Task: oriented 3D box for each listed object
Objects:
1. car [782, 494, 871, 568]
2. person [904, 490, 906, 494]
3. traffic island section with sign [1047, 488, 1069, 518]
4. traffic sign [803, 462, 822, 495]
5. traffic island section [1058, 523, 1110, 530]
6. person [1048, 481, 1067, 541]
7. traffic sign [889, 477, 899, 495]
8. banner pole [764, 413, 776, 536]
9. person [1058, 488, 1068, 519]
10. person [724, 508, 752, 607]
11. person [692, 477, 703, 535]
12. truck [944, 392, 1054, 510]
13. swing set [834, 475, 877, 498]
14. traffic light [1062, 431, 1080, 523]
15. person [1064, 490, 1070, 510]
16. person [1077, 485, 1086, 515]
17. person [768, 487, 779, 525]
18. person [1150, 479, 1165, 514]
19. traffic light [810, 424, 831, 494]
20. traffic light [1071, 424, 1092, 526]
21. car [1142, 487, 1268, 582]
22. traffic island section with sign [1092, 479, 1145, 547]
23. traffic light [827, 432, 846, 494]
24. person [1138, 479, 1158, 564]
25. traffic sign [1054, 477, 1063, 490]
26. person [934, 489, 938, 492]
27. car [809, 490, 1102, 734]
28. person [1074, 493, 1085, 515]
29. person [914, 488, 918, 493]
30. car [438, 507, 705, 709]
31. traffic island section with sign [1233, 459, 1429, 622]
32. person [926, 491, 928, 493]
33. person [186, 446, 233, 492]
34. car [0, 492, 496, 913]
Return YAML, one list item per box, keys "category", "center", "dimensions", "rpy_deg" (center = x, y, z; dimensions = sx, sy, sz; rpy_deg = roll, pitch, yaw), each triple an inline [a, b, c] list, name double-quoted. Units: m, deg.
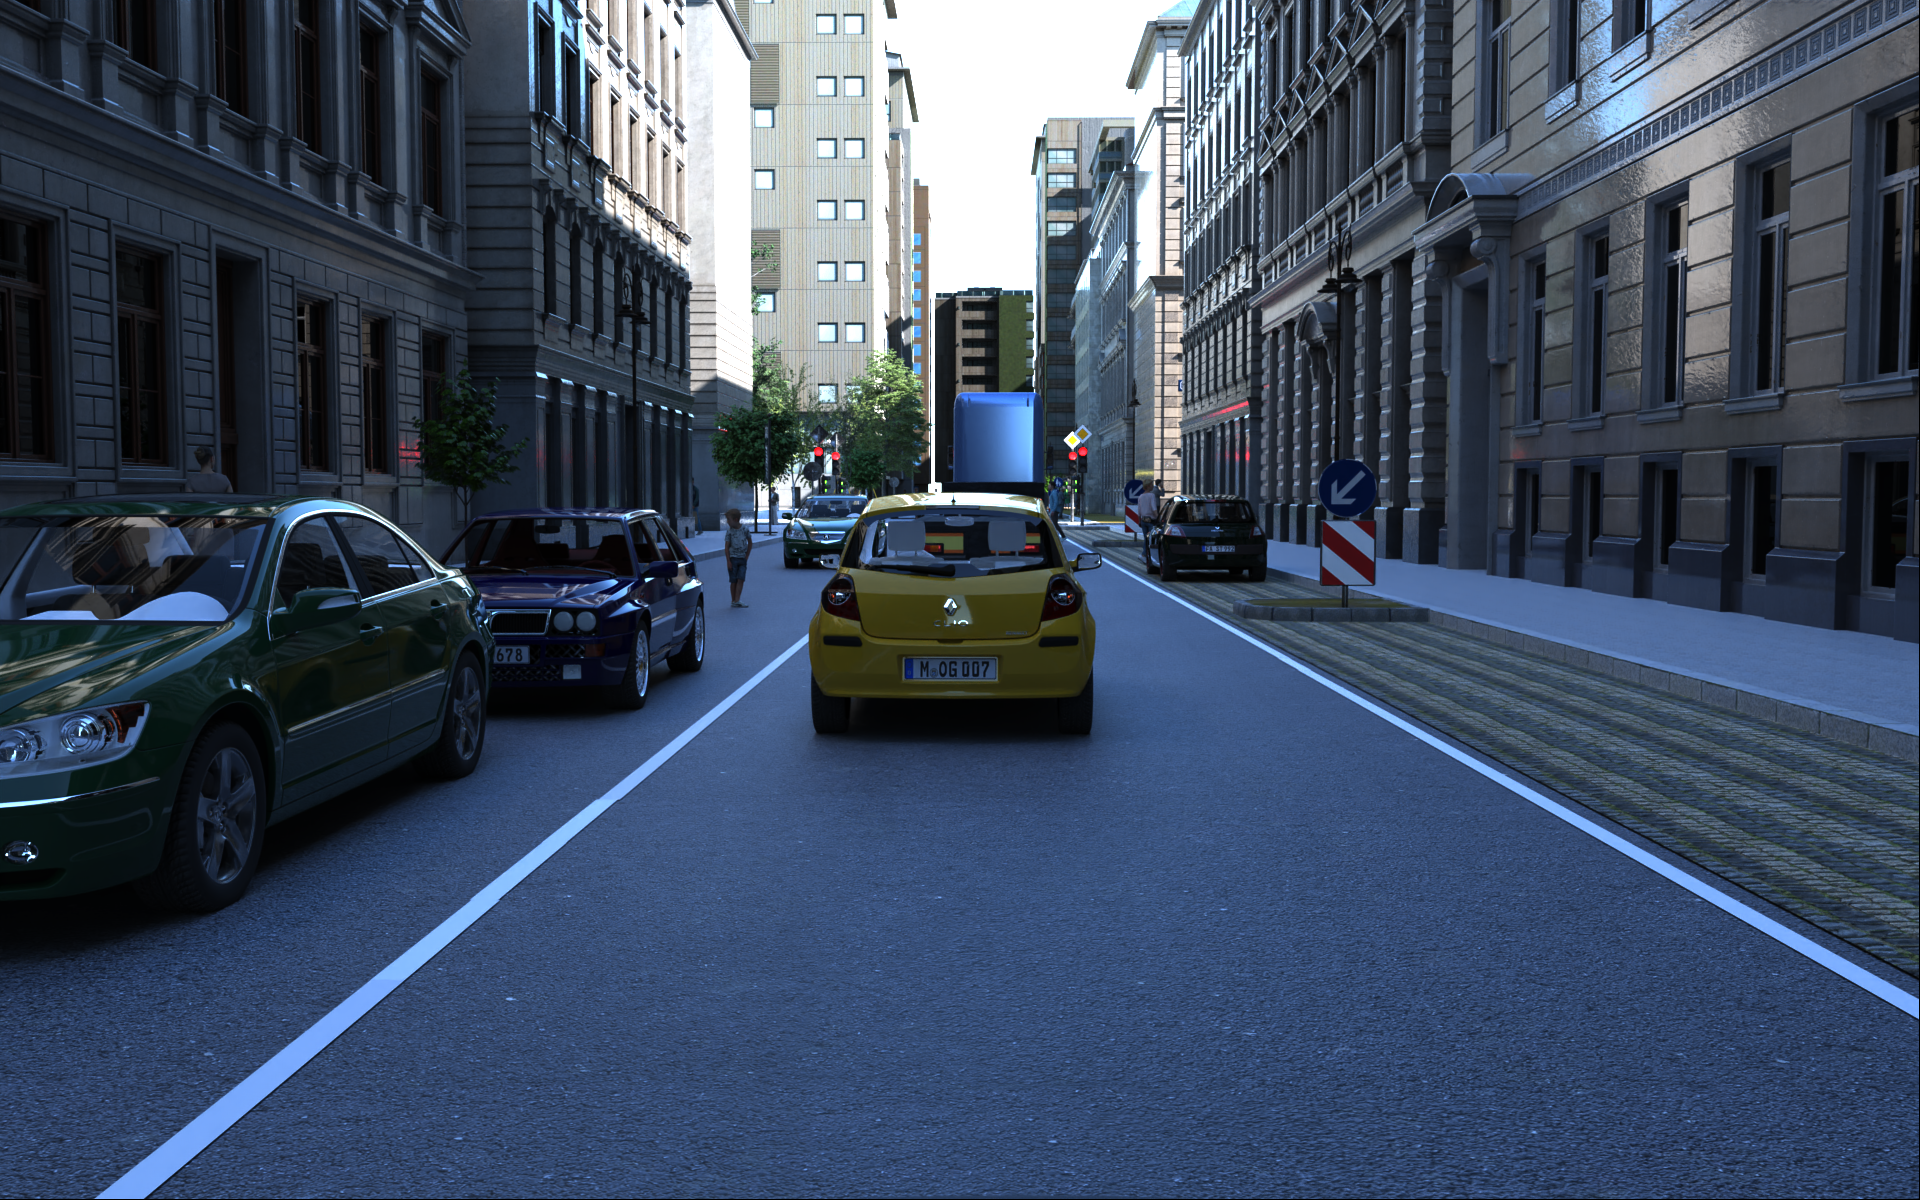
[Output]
- category: "car"
  center: [-2.482, -1.430, 35.178]
  dimensions: [2.131, 1.459, 4.920]
  rpy_deg: [0, 4, 1]
- category: "person"
  center: [-5.761, -10.489, 178.248]
  dimensions: [0.721, 1.735, 1.217]
  rpy_deg: [-1, 4, -12]
- category: "traffic island section with sign"
  center: [5.404, -5.736, 102.414]
  dimensions: [1.989, 1.847, 2.006]
  rpy_deg: [0, 4, 1]
- category: "traffic sign"
  center: [-5.802, -4.166, 68.214]
  dimensions: [0.768, 2.556, 0.104]
  rpy_deg: [0, 4, 3]
- category: "traffic island section"
  center: [4.948, -2.908, 69.833]
  dimensions: [2.009, 0.180, 2.903]
  rpy_deg: [0, 4, 1]
- category: "person"
  center: [2.910, -2.674, 52.241]
  dimensions: [0.620, 1.820, 0.660]
  rpy_deg: [0, 4, -4]
- category: "traffic sign"
  center: [-4.926, -7.932, 129.798]
  dimensions: [0.768, 2.556, 0.104]
  rpy_deg: [0, 4, 3]
- category: "banner pole"
  center: [-5.966, -3.902, 53.806]
  dimensions: [0.401, 3.779, 0.863]
  rpy_deg: [-1, 4, -20]
- category: "person"
  center: [5.816, -5.463, 97.991]
  dimensions: [0.590, 1.801, 0.661]
  rpy_deg: [-1, 4, -23]
- category: "person"
  center: [-2.810, -0.537, 21.971]
  dimensions: [0.332, 1.250, 0.352]
  rpy_deg: [1, 4, 22]
- category: "person"
  center: [-8.282, -2.911, 53.617]
  dimensions: [0.713, 1.824, 0.794]
  rpy_deg: [-2, 4, -30]
- category: "truck"
  center: [0.744, -3.081, 40.128]
  dimensions: [2.967, 4.110, 18.799]
  rpy_deg: [0, 4, 3]
- category: "swing set"
  center: [-7.707, -7.975, 128.007]
  dimensions: [2.862, 2.851, 3.119]
  rpy_deg: [3, 4, 37]
- category: "traffic light"
  center: [5.021, -5.430, 77.704]
  dimensions: [0.839, 4.253, 0.868]
  rpy_deg: [0, 4, 1]
- category: "person"
  center: [8.429, -7.974, 136.668]
  dimensions: [0.600, 1.795, 0.529]
  rpy_deg: [-1, 4, -18]
- category: "person"
  center: [7.259, -6.001, 104.115]
  dimensions: [0.822, 1.834, 0.622]
  rpy_deg: [-3, 5, -39]
- category: "person"
  center: [-8.126, -4.046, 75.196]
  dimensions: [0.519, 1.759, 0.362]
  rpy_deg: [2, 4, 29]
- category: "person"
  center: [6.827, -3.292, 60.050]
  dimensions: [0.473, 1.802, 0.592]
  rpy_deg: [-1, 4, -9]
- category: "traffic light"
  center: [-5.652, -4.950, 69.853]
  dimensions: [0.839, 4.253, 0.868]
  rpy_deg: [0, 4, 1]
- category: "traffic light"
  center: [4.909, -4.942, 69.720]
  dimensions: [0.839, 4.253, 0.868]
  rpy_deg: [0, 4, 1]
- category: "car"
  center: [4.161, -1.213, 29.618]
  dimensions: [2.009, 1.686, 4.222]
  rpy_deg: [0, 4, 1]
- category: "traffic island section with sign"
  center: [4.623, -2.359, 47.189]
  dimensions: [1.989, 1.847, 2.006]
  rpy_deg: [0, 4, 1]
- category: "traffic light"
  center: [-5.539, -5.438, 77.837]
  dimensions: [0.839, 4.253, 0.868]
  rpy_deg: [0, 4, 1]
- category: "person"
  center: [3.818, -1.590, 35.167]
  dimensions: [0.731, 1.740, 0.598]
  rpy_deg: [3, 5, 40]
- category: "traffic sign"
  center: [7.494, -8.063, 131.943]
  dimensions: [0.768, 2.556, 0.104]
  rpy_deg: [0, 4, 4]
- category: "person"
  center: [-1.787, -7.394, 129.205]
  dimensions: [0.447, 1.846, 0.655]
  rpy_deg: [0, 4, -4]
- category: "car"
  center: [-0.011, -0.096, 11.786]
  dimensions: [2.015, 1.641, 3.980]
  rpy_deg: [0, 4, 1]
- category: "person"
  center: [7.254, -6.103, 105.926]
  dimensions: [0.767, 1.812, 0.694]
  rpy_deg: [2, 4, 26]
- category: "person"
  center: [-2.327, -5.330, 95.913]
  dimensions: [0.573, 1.790, 0.520]
  rpy_deg: [-3, 4, -38]
- category: "car"
  center: [-2.963, -0.010, 12.751]
  dimensions: [1.945, 1.354, 3.894]
  rpy_deg: [0, 4, 0]
- category: "traffic island section with sign"
  center: [4.256, -0.710, 20.237]
  dimensions: [1.989, 1.847, 2.006]
  rpy_deg: [0, 4, 1]
- category: "person"
  center: [-3.920, -12.717, 214.784]
  dimensions: [0.721, 1.723, 1.217]
  rpy_deg: [2, 4, 26]
- category: "person"
  center: [-7.787, -0.715, 18.079]
  dimensions: [0.599, 1.781, 0.374]
  rpy_deg: [-3, 4, -38]
- category: "car"
  center: [-3.413, 0.266, 7.449]
  dimensions: [2.131, 1.459, 4.920]
  rpy_deg: [0, 4, 1]
